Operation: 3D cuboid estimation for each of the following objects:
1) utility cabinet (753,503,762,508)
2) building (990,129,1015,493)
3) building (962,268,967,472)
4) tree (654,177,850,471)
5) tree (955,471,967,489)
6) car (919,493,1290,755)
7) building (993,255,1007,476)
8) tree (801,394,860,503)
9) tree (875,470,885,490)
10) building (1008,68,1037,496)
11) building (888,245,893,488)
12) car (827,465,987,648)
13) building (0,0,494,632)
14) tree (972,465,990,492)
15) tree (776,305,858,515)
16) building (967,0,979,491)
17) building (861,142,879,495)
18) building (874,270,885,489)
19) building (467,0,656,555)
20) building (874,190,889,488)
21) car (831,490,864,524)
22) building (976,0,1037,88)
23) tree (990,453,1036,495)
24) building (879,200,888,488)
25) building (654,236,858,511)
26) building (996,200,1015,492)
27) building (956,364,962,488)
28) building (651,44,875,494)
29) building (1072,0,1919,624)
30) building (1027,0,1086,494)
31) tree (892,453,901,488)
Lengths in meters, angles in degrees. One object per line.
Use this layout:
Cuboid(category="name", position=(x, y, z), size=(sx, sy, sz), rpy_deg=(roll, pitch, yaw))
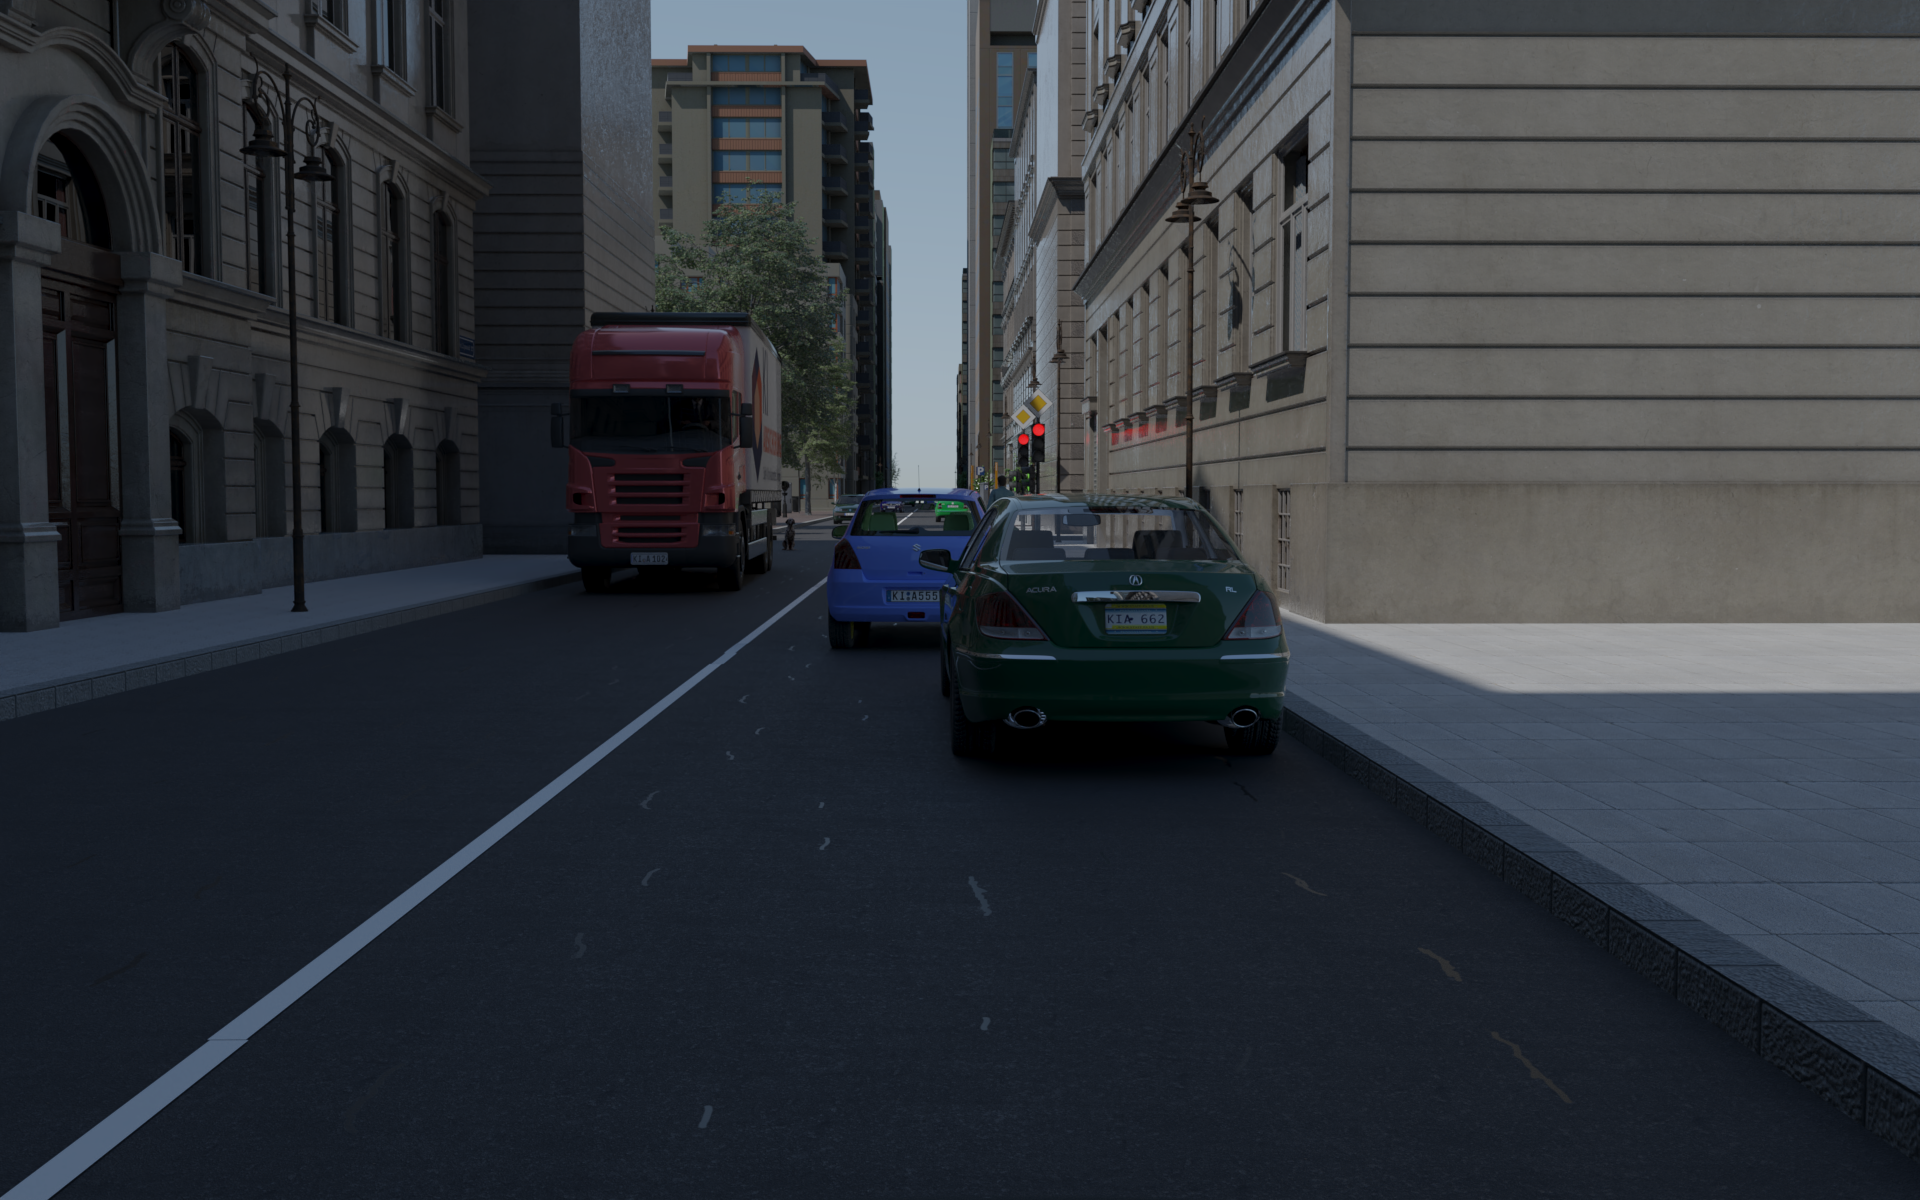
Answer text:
Cuboid(category="utility cabinet", position=(-8.316, -3.612, 67.728), size=(1.173, 1.500, 0.318), rpy_deg=(-1, 4, -9))
Cuboid(category="building", position=(9.415, -22.533, 140.108), size=(14.160, 30.474, 14.107), rpy_deg=(0, 4, -1))
Cuboid(category="building", position=(7.200, -27.518, 221.619), size=(14.160, 30.474, 14.107), rpy_deg=(0, 4, -1))
Cuboid(category="tree", position=(-9.111, -10.085, 71.542), size=(9.857, 13.997, 8.962), rpy_deg=(0, 3, 0))
Cuboid(category="tree", position=(0.947, -14.005, 212.687), size=(4.285, 4.588, 4.351), rpy_deg=(0, 3, 0))
Cuboid(category="car", position=(0.807, 0.051, 10.964), size=(2.131, 1.459, 4.920), rpy_deg=(0, 4, -2))
Cuboid(category="building", position=(8.413, -17.279, 118.675), size=(11.583, 22.565, 21.152), rpy_deg=(0, 4, -1))
Cuboid(category="tree", position=(-8.660, -10.325, 119.182), size=(4.360, 8.622, 3.978), rpy_deg=(0, 3, 0))
Cuboid(category="tree", position=(-10.578, -13.645, 206.816), size=(4.285, 4.588, 4.351), rpy_deg=(0, 3, 0))
Cuboid(category="building", position=(7.484, -14.106, 79.786), size=(9.793, 20.994, 18.267), rpy_deg=(0, 4, -1))
Cuboid(category="building", position=(-18.041, -36.277, 276.717), size=(14.154, 41.232, 14.086), rpy_deg=(0, 4, -1))
Cuboid(category="car", position=(-0.358, -0.477, 17.387), size=(1.945, 1.707, 3.694), rpy_deg=(0, 4, 1))
Cuboid(category="building", position=(-14.455, -12.096, 16.862), size=(14.460, 24.649, 34.723), rpy_deg=(0, 4, -1))
Cuboid(category="tree", position=(1.527, -7.385, 115.342), size=(1.663, 3.219, 1.824), rpy_deg=(0, 3, 0))
Cuboid(category="tree", position=(-9.471, -11.376, 104.121), size=(7.486, 12.596, 7.792), rpy_deg=(0, 3, 0))
Cuboid(category="building", position=(11.195, -38.788, 176.190), size=(21.231, 58.520, 28.212), rpy_deg=(0, 4, -1))
Cuboid(category="building", position=(-16.859, -31.299, 195.335), size=(14.154, 41.232, 14.086), rpy_deg=(0, 4, -1))
Cuboid(category="building", position=(-16.816, -27.401, 219.701), size=(14.160, 30.474, 14.107), rpy_deg=(0, 4, -1))
Cuboid(category="building", position=(-16.785, -11.705, 40.529), size=(18.267, 20.994, 9.793), rpy_deg=(0, 4, -1))
Cuboid(category="building", position=(-17.826, -37.431, 262.103), size=(14.600, 45.320, 14.200), rpy_deg=(0, 4, -1))
Cuboid(category="car", position=(-5.186, -4.522, 83.717), size=(2.009, 1.686, 4.222), rpy_deg=(0, 4, 0))
Cuboid(category="building", position=(8.438, -30.824, 154.088), size=(14.600, 45.320, 14.200), rpy_deg=(0, 4, -1))
Cuboid(category="tree", position=(2.417, -4.544, 68.894), size=(1.663, 3.219, 1.824), rpy_deg=(0, 3, 0))
Cuboid(category="building", position=(-17.473, -33.660, 233.940), size=(14.154, 41.232, 14.086), rpy_deg=(0, 4, -1))
Cuboid(category="building", position=(-23.001, -18.292, 144.107), size=(27.650, 21.520, 28.899), rpy_deg=(0, 4, -1))
Cuboid(category="building", position=(7.621, -14.310, 98.588), size=(10.561, 19.102, 19.286), rpy_deg=(0, 4, -1))
Cuboid(category="building", position=(13.472, -24.403, 244.021), size=(27.650, 21.520, 28.899), rpy_deg=(0, 4, -1))
Cuboid(category="building", position=(-19.815, -31.665, 172.349), size=(22.147, 44.769, 28.867), rpy_deg=(0, 4, -1))
Cuboid(category="building", position=(10.675, -12.075, 30.714), size=(16.112, 22.955, 30.059), rpy_deg=(0, 4, -1))
Cuboid(category="building", position=(15.043, -16.062, 59.877), size=(25.104, 27.353, 12.463), rpy_deg=(0, 4, -1))
Cuboid(category="tree", position=(-11.601, -20.720, 289.140), size=(4.737, 8.622, 4.395), rpy_deg=(0, 3, 0))
